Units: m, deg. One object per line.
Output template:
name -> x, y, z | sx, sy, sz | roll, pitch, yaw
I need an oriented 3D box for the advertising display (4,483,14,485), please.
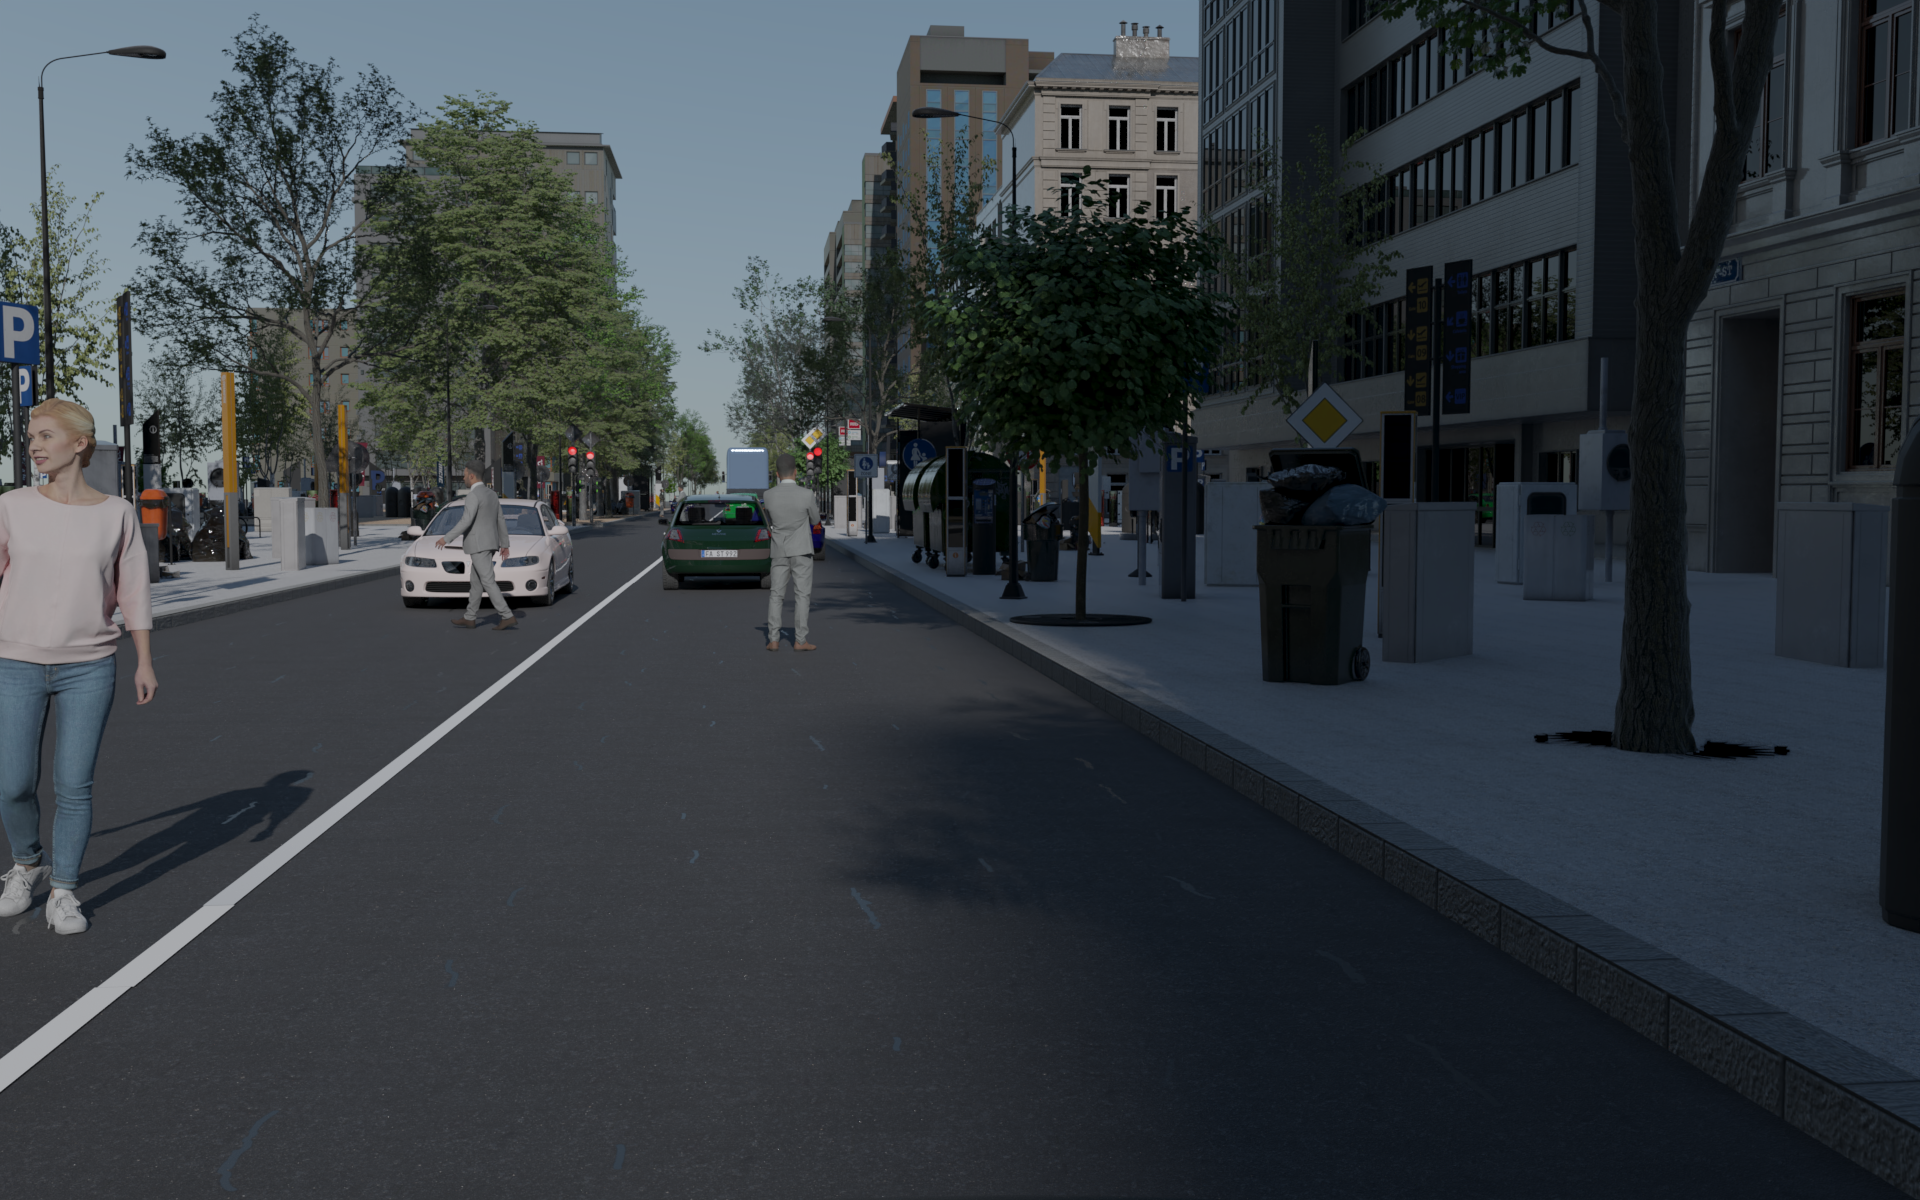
advertising display -> -52.753, -5.584, 96.504 | 0.974, 1.923, 0.123 | 0, 4, 6

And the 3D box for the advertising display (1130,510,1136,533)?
advertising display -> 5.489, -2.842, 51.685 | 0.974, 1.923, 0.123 | -2, 4, -32

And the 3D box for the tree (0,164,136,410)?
tree -> -20.946, -5.433, 39.200 | 4.737, 8.622, 4.395 | 0, 3, 0

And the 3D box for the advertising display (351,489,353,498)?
advertising display -> -47.470, -7.950, 135.197 | 0.974, 1.923, 0.123 | 2, 4, 33

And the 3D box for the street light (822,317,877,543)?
street light -> -2.905, -4.469, 45.605 | 1.470, 5.913, 1.316 | 0, 4, -7

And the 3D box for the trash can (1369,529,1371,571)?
trash can -> 6.235, -0.975, 27.587 | 0.748, 1.137, 0.748 | 0, 3, 0

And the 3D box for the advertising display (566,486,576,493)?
advertising display -> -32.224, -8.463, 143.580 | 0.123, 1.923, 0.974 | 3, 5, 43

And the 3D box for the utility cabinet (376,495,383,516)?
utility cabinet -> -33.734, -5.452, 100.303 | 0.306, 1.237, 1.020 | 0, 4, 3

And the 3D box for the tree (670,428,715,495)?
tree -> -38.098, -19.001, 245.083 | 7.601, 10.594, 8.767 | 0, 4, -8

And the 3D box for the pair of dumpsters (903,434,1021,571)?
pair of dumpsters -> -0.009, -1.687, 30.080 | 1.574, 2.255, 4.437 | 0, 4, -7

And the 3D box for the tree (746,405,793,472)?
tree -> -23.483, -18.389, 218.793 | 7.486, 12.596, 7.792 | 0, 3, 0

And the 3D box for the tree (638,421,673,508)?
tree -> -28.555, -12.902, 161.307 | 4.360, 8.622, 3.978 | 0, 3, 0

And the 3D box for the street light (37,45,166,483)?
street light -> -8.924, -2.783, 18.037 | 1.470, 5.913, 1.316 | 0, 4, -7

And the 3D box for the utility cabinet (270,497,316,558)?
utility cabinet -> -13.469, -1.460, 35.034 | 0.306, 1.237, 1.020 | 1, 4, 18

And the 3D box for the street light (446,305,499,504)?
street light -> -12.034, -4.289, 42.662 | 1.470, 5.913, 1.316 | 0, 4, -7

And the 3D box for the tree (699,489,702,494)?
tree -> -44.808, -21.337, 299.225 | 4.737, 8.622, 4.395 | 0, 3, 0

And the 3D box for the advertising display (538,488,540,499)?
advertising display -> -34.179, -8.213, 139.503 | 0.974, 1.923, 0.123 | 2, 4, 34

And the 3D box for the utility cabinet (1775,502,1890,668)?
utility cabinet -> 6.654, -0.127, 13.243 | 0.306, 1.237, 1.020 | 0, 4, -4

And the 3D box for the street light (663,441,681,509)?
street light -> -25.548, -11.000, 152.389 | 1.470, 5.913, 1.316 | 0, 4, -7

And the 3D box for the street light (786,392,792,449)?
street light -> -7.036, -6.503, 78.858 | 1.470, 5.913, 1.316 | 0, 4, -7

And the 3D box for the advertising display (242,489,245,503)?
advertising display -> -54.805, -7.776, 132.345 | 0.123, 1.923, 0.974 | -2, 4, -29

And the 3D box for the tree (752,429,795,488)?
tree -> -17.220, -13.036, 163.504 | 4.737, 8.622, 4.395 | 0, 3, 0

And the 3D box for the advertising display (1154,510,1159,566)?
advertising display -> 3.580, -1.560, 30.724 | 0.123, 1.923, 0.974 | 0, 4, 2

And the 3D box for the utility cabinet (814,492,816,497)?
utility cabinet -> -10.956, -7.882, 137.545 | 1.173, 1.500, 0.318 | 1, 4, 11

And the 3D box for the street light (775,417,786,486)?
street light -> -10.163, -8.038, 103.963 | 1.470, 5.913, 1.316 | 0, 4, -7

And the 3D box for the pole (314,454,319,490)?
pole -> -32.728, -5.767, 88.126 | 0.158, 3.312, 0.155 | 0, 3, 0

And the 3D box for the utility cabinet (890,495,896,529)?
utility cabinet -> -2.693, -3.234, 64.034 | 0.306, 1.237, 1.020 | -3, 4, -37

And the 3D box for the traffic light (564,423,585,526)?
traffic light -> -15.287, -4.872, 68.579 | 0.839, 4.253, 0.868 | 0, 4, -7

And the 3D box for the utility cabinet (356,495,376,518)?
utility cabinet -> -32.397, -5.071, 94.074 | 0.306, 1.237, 1.020 | 3, 4, 38

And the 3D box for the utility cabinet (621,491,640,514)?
utility cabinet -> -20.846, -6.170, 109.555 | 1.173, 1.500, 0.318 | 0, 4, 2

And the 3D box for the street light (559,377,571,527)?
street light -> -14.993, -5.798, 67.341 | 1.470, 5.913, 1.316 | 0, 4, -7

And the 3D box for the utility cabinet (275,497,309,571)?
utility cabinet -> -11.333, -1.116, 29.407 | 0.306, 1.237, 1.020 | -1, 4, -14

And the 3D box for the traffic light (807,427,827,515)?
traffic light -> -5.752, -4.946, 69.780 | 0.839, 4.253, 0.868 | 0, 4, -7

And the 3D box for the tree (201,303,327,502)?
tree -> -25.798, -6.999, 64.791 | 4.737, 8.622, 4.395 | 0, 3, 0

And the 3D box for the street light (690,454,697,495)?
street light -> -31.711, -14.000, 201.448 | 1.470, 5.913, 1.316 | 0, 4, -7

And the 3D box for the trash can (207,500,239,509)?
trash can -> -18.066, -1.887, 42.504 | 0.748, 1.137, 0.748 | 0, 3, 0

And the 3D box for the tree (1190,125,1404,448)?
tree -> 6.684, -5.108, 33.876 | 4.737, 8.622, 4.395 | 0, 3, 0

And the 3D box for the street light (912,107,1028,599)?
street light -> 0.119, -2.965, 21.017 | 1.470, 5.913, 1.316 | 0, 4, -7

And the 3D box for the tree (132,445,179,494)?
tree -> -27.618, -3.919, 58.685 | 1.663, 3.219, 1.824 | 0, 3, 0

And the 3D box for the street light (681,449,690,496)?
street light -> -28.643, -12.500, 176.919 | 1.470, 5.913, 1.316 | 0, 4, -7

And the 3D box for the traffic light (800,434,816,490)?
traffic light -> -6.740, -5.430, 77.704 | 0.839, 4.253, 0.868 | 0, 4, -7

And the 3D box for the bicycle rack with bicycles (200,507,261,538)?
bicycle rack with bicycles -> -21.716, -2.265, 50.417 | 2.925, 0.926, 2.852 | 2, 4, 27

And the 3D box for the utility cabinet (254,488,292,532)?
utility cabinet -> -23.206, -3.048, 58.513 | 1.173, 1.500, 0.318 | 0, 4, -1

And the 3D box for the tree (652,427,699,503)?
tree -> -32.059, -14.700, 190.710 | 4.737, 8.622, 4.395 | 0, 3, 0

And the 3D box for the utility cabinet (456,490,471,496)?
utility cabinet -> -25.188, -4.901, 88.810 | 1.173, 1.500, 0.318 | -2, 4, -29

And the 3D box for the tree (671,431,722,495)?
tree -> -44.297, -22.821, 290.122 | 9.611, 12.733, 9.660 | 0, 3, 0

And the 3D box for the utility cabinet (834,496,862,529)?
utility cabinet -> -4.165, -3.266, 64.559 | 1.020, 1.237, 0.306 | 0, 4, 3

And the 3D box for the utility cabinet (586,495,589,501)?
utility cabinet -> -31.546, -8.288, 146.665 | 0.306, 1.237, 1.020 | -1, 4, -18

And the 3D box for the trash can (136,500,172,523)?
trash can -> -18.181, -1.680, 39.118 | 0.748, 1.137, 0.748 | 0, 3, 0

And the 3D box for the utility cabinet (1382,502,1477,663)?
utility cabinet -> 3.668, -0.146, 13.552 | 0.306, 1.237, 1.020 | 3, 5, 41

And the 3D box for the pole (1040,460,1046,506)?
pole -> 2.725, -3.866, 57.058 | 0.158, 3.312, 0.155 | 0, 3, 0

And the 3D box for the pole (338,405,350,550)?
pole -> -14.121, -2.805, 39.704 | 0.158, 3.312, 0.155 | 0, 3, 0

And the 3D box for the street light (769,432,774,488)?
street light -> -13.161, -9.515, 128.106 | 1.470, 5.913, 1.316 | 0, 4, -7

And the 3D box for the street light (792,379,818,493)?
street light -> -5.873, -5.946, 69.752 | 1.470, 5.913, 1.316 | 0, 4, -7

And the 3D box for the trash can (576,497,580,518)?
trash can -> -20.153, -4.865, 91.200 | 0.748, 1.137, 0.748 | 0, 3, 0

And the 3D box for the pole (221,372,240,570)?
pole -> -12.271, -2.157, 29.117 | 0.158, 3.312, 0.155 | 0, 3, 0

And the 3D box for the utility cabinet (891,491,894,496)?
utility cabinet -> -5.716, -7.905, 137.930 | 0.318, 1.500, 1.173 | 2, 4, 34

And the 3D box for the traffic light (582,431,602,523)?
traffic light -> -16.275, -5.357, 76.503 | 0.839, 4.253, 0.868 | 0, 4, -7
